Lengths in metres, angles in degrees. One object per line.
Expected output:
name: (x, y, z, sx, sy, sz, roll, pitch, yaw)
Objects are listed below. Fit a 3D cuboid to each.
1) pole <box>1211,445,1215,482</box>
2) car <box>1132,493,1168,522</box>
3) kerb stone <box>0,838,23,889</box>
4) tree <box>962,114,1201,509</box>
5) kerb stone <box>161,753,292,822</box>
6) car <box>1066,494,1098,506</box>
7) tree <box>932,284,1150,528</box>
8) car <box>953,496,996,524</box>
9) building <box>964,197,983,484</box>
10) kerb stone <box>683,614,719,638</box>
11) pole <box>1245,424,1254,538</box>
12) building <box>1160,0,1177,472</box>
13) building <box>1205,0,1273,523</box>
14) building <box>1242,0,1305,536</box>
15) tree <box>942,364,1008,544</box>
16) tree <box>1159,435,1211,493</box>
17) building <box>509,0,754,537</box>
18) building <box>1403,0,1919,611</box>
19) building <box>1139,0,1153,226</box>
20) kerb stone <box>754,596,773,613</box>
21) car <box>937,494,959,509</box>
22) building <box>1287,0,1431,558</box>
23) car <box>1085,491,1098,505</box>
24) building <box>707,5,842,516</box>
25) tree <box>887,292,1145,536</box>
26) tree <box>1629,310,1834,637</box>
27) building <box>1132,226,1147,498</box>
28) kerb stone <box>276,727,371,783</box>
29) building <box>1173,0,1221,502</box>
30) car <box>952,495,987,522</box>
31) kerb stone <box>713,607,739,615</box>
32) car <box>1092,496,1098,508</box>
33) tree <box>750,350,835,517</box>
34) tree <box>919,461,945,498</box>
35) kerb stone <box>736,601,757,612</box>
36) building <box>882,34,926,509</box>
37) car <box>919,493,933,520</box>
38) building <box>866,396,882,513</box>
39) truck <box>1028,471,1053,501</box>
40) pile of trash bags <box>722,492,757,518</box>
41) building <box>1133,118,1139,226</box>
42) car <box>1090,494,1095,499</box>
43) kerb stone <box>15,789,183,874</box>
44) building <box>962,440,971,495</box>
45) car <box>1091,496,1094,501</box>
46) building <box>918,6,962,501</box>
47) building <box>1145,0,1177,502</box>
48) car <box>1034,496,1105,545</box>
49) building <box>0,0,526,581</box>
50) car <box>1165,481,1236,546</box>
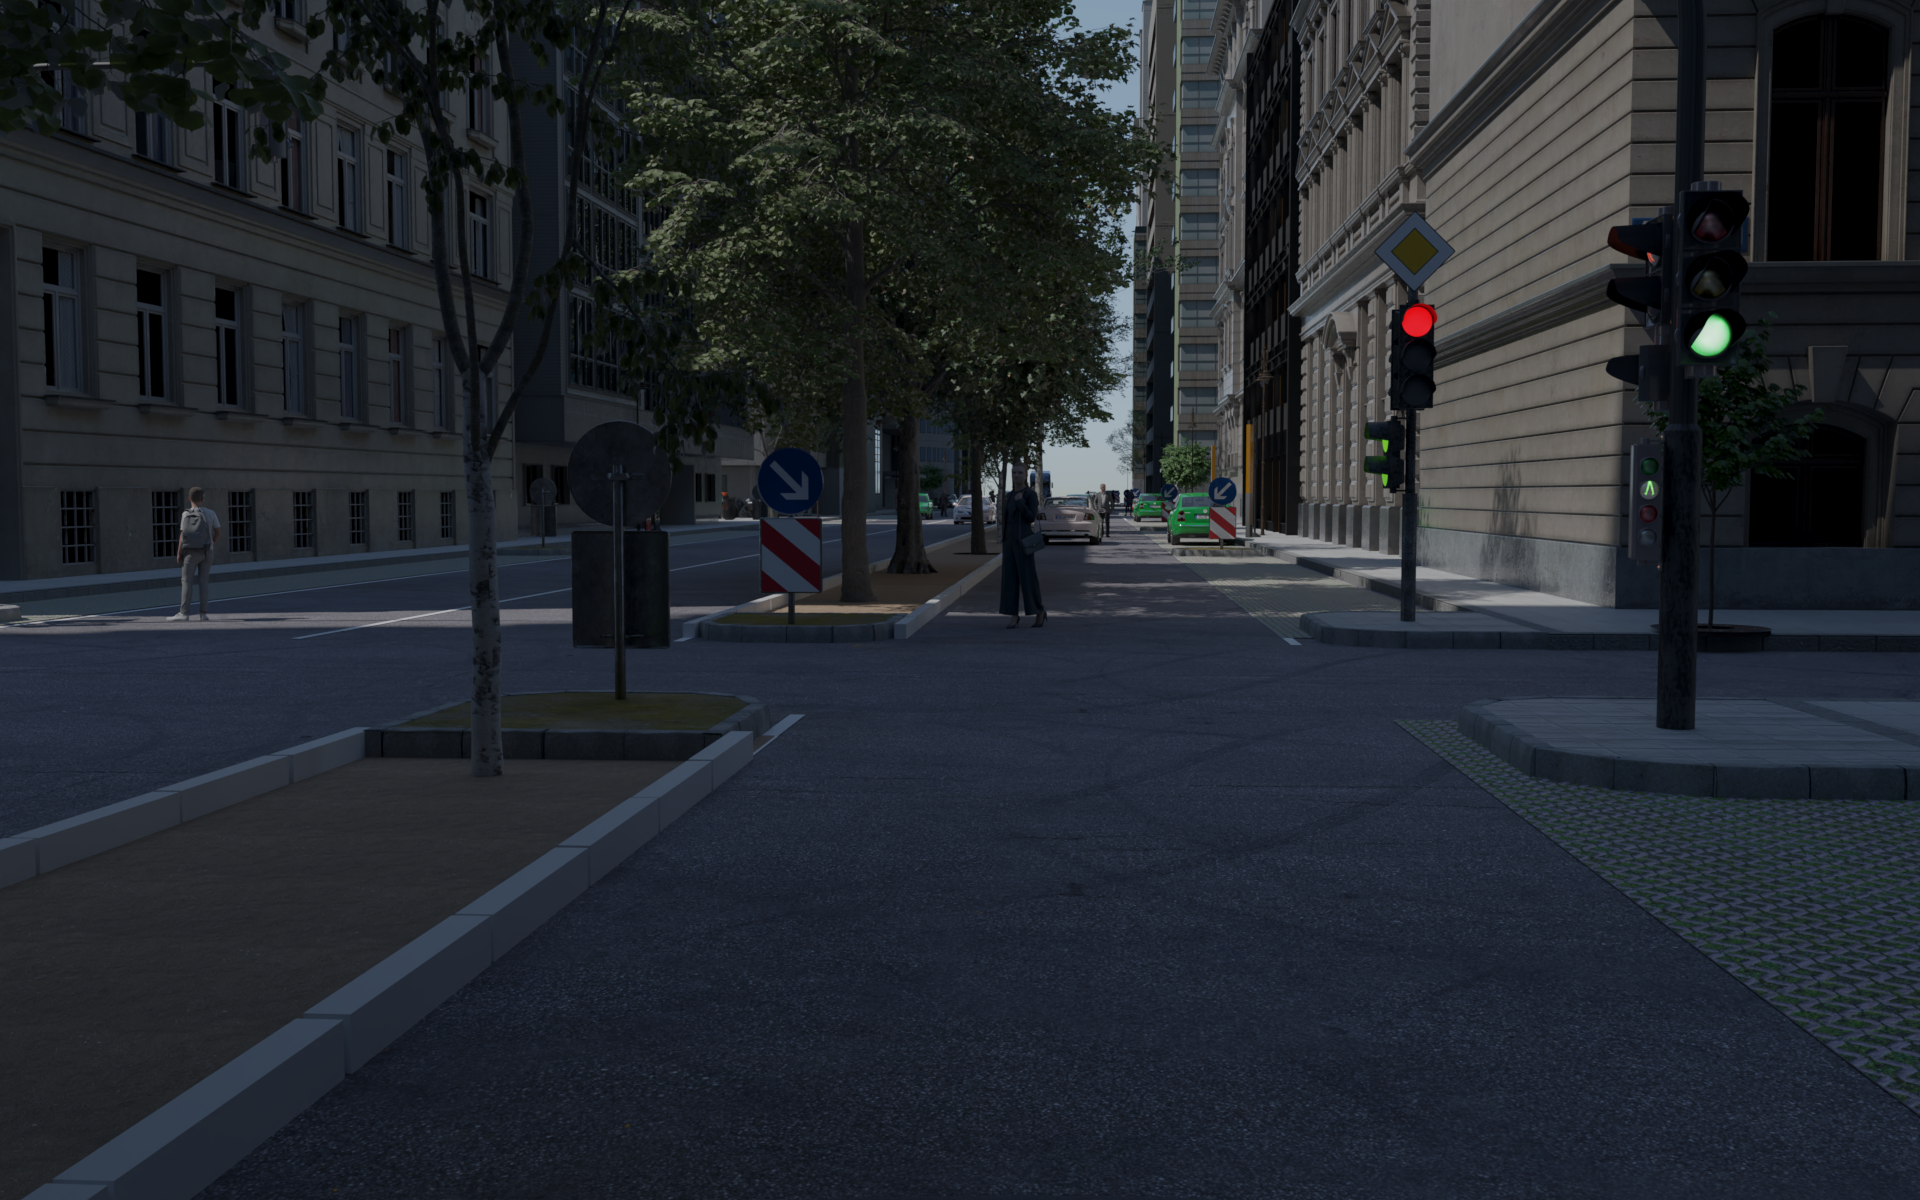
pole: (10.601, -4.812, 72.518, 0.158, 3.312, 0.155, 0, 3, 0)
car: (9.849, -4.893, 88.788, 1.959, 1.807, 4.718, 0, 4, 3)
kerb stone: (-3.540, 0.993, 5.957, 0.120, 0.150, 1.000, 0, 4, 4)
tree: (5.139, -13.908, 85.745, 12.611, 20.169, 13.585, 0, 3, 0)
kerb stone: (-3.388, 0.868, 7.996, 0.120, 0.150, 1.000, 0, 4, 4)
car: (5.995, -4.635, 87.579, 2.131, 1.459, 4.920, 0, 4, 5)
tree: (2.741, -9.783, 72.772, 12.009, 13.543, 11.850, 0, 3, 0)
car: (0.740, -4.348, 83.448, 2.083, 1.381, 4.827, 0, 4, 5)
building: (-8.342, -35.453, 234.285, 22.147, 44.769, 28.867, 0, 4, 4)
kerb stone: (-2.657, 0.277, 17.702, 0.120, 0.150, 1.000, 0, 4, 4)
pole: (8.508, -3.488, 50.865, 0.158, 3.312, 0.155, 0, 3, 0)
building: (27.308, -31.133, 128.638, 23.786, 49.044, 30.456, 0, 4, 4)
building: (18.924, -17.886, 79.819, 14.401, 28.519, 23.554, 0, 4, 4)
building: (16.813, -14.100, 60.214, 12.332, 23.373, 15.834, 0, 4, 4)
tree: (1.097, -5.899, 49.262, 4.737, 8.622, 4.395, 0, 3, 0)
tree: (12.726, -6.933, 97.070, 4.285, 4.588, 4.351, 0, 3, 0)
building: (-17.412, -14.954, 63.561, 14.314, 24.678, 30.058, 0, 4, 4)
building: (24.570, -12.435, 22.405, 34.723, 24.649, 14.460, 0, 4, 4)
building: (31.950, -40.708, 207.582, 21.231, 58.520, 28.212, 0, 4, 4)
kerb stone: (-2.425, 0.087, 20.768, 0.120, 0.150, 1.000, 0, 4, 4)
car: (-1.056, -8.939, 155.940, 2.009, 1.686, 4.222, 0, 4, 4)
building: (14.263, -13.033, 41.960, 11.050, 23.489, 19.941, 0, 4, 4)
car: (17.677, -13.754, 233.548, 2.281, 1.827, 5.304, 0, 4, 4)
building: (-14.411, -20.196, 101.912, 14.160, 30.474, 14.107, 0, 4, 4)
tree: (1.291, -7.253, 55.463, 8.767, 10.594, 7.601, 0, 4, 4)
tree: (7.076, -1.302, 15.896, 1.663, 3.219, 1.824, 0, 3, 0)
building: (25.720, -25.445, 187.727, 14.160, 30.474, 14.107, 0, 4, 4)
kerb stone: (-3.303, 0.806, 9.028, 0.120, 0.150, 1.000, 0, 4, 4)
building: (20.296, -25.886, 106.837, 14.154, 41.232, 14.086, 0, 4, 4)
car: (0.626, -4.811, 90.656, 2.014, 1.417, 4.499, 0, 4, 2)
kerb stone: (-2.581, 0.212, 18.726, 0.120, 0.150, 1.000, 0, 4, 4)
car: (7.758, -5.870, 108.550, 1.945, 1.354, 3.894, 0, 4, 6)
tree: (-9.718, -9.404, 88.174, 8.767, 10.594, 7.601, -3, 5, -43)
tree: (-3.031, -11.386, 169.869, 4.285, 4.588, 4.351, 0, 3, 0)
kerb stone: (-2.500, 0.150, 19.749, 0.120, 0.150, 1.000, 0, 4, 4)
building: (-17.619, -34.513, 153.523, 28.713, 52.752, 27.495, 0, 4, 4)
car: (-2.471, -5.394, 96.980, 1.959, 1.807, 4.718, 0, 4, 2)
building: (-16.582, -49.558, 122.940, 22.319, 86.520, 31.000, 0, 4, 4)
truck: (9.745, -13.234, 206.135, 2.967, 4.110, 18.799, 0, 4, 4)
pile of trash bags: (-11.908, -5.074, 92.704, 1.912, 1.369, 3.447, 1, 4, 22)
building: (37.694, -39.548, 235.851, 28.713, 52.752, 27.495, 0, 4, 4)
car: (15.646, -12.340, 211.982, 2.015, 1.641, 3.980, 0, 4, 5)
kerb stone: (-3.462, 0.933, 6.976, 0.120, 0.150, 1.000, 0, 4, 4)
building: (-6.171, -26.981, 212.839, 14.160, 30.474, 14.107, 0, 4, 4)
car: (7.138, -5.522, 102.280, 2.014, 1.417, 4.499, 0, 4, 6)
building: (-11.284, -39.706, 191.188, 21.231, 58.520, 28.212, 0, 4, 4)
building: (27.846, -32.535, 155.654, 21.300, 48.544, 21.600, 0, 4, 4)
car: (3.153, -2.314, 50.193, 2.083, 1.381, 4.827, 0, 4, 6)
building: (-20.497, -12.241, 33.419, 16.112, 22.955, 30.059, 0, 4, 4)
car: (6.851, -2.481, 49.366, 1.959, 1.807, 4.718, 0, 4, 4)
